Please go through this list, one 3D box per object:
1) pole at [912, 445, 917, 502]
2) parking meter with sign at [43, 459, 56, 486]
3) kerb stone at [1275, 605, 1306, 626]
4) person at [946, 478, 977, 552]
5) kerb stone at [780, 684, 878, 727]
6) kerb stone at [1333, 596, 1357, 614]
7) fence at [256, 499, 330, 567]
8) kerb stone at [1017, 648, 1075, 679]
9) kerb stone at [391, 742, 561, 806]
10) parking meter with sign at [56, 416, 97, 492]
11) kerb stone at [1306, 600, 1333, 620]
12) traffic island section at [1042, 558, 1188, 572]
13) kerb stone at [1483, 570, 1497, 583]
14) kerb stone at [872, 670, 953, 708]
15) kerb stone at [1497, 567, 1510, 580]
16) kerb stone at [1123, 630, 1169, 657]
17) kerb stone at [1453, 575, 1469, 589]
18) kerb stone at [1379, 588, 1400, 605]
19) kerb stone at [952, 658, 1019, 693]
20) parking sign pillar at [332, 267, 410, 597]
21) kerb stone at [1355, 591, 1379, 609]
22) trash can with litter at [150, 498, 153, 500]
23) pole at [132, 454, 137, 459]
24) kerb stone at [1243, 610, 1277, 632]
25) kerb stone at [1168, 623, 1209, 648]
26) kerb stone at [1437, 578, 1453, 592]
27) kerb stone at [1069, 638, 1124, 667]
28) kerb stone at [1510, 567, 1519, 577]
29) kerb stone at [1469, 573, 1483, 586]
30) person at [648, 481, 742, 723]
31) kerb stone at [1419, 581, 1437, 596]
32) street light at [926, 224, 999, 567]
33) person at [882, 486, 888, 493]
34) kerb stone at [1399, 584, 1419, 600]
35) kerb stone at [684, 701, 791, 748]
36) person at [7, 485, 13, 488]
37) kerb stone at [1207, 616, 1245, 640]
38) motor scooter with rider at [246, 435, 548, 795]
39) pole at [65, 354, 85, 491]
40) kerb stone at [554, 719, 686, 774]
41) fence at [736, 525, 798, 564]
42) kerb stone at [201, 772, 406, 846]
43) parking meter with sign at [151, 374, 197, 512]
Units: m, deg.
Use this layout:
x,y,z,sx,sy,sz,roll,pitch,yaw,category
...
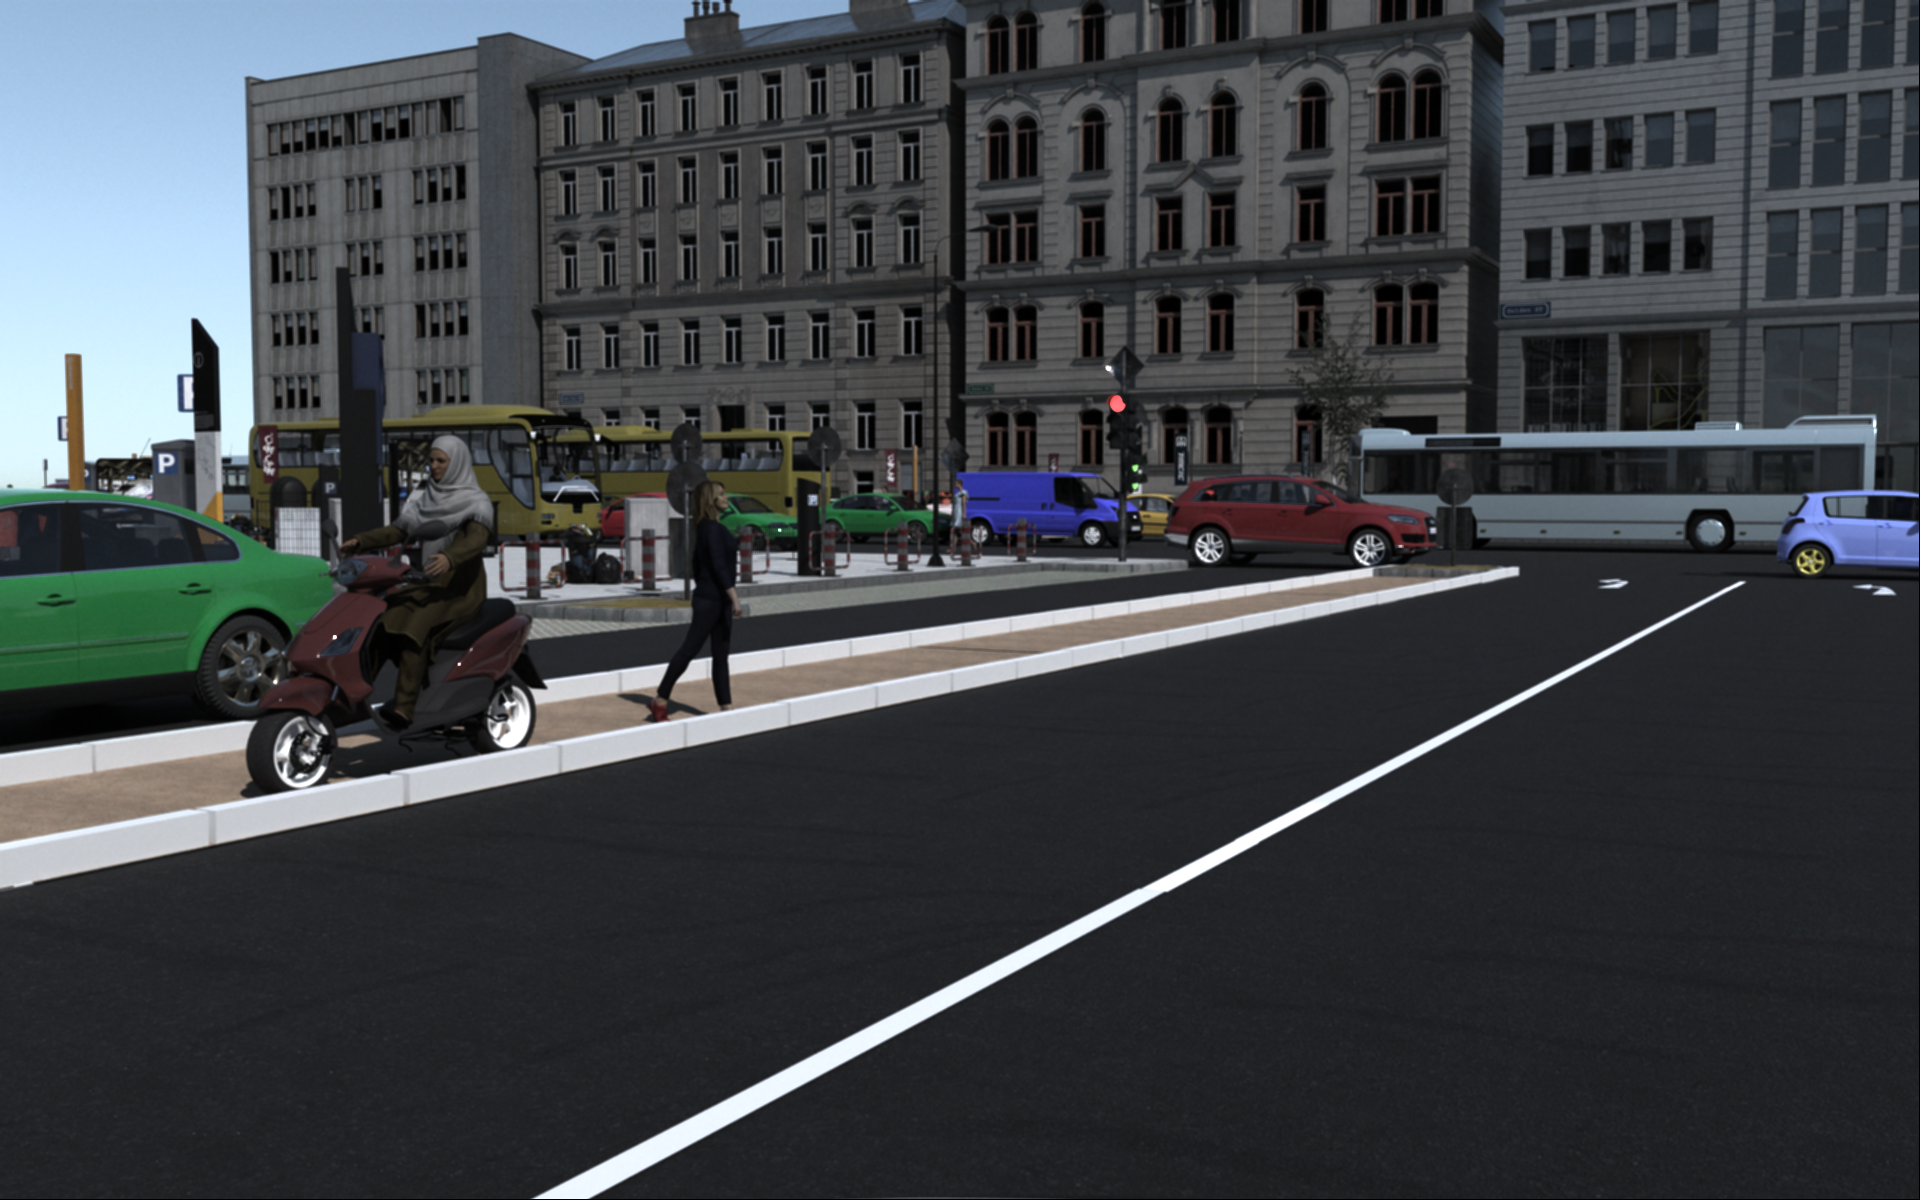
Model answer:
x,y,z,sx,sy,sz,roll,pitch,yaw,category
-1.889,-4.815,72.564,0.158,3.312,0.155,0,3,0,pole
-45.202,-5.573,87.379,1.738,3.016,0.543,-3,4,-38,parking meter with sign
3.604,0.183,19.243,0.120,0.150,1.000,2,4,29,kerb stone
0.020,-2.069,42.428,0.778,1.811,0.616,0,4,-6,person
-0.856,0.677,11.122,0.120,0.150,1.000,2,4,29,kerb stone
4.592,0.077,21.047,0.120,0.150,1.000,2,4,29,kerb stone
-10.643,-1.064,28.592,2.264,1.192,0.480,1,4,11,fence
0.632,0.517,13.826,0.120,0.150,1.000,2,4,29,kerb stone
-2.338,0.843,8.416,0.120,0.150,1.000,2,4,29,kerb stone
-19.852,-2.659,39.729,0.543,3.016,1.738,0,4,7,parking meter with sign
4.099,0.126,20.143,0.120,0.150,1.000,2,4,29,kerb stone
3.071,-0.652,32.942,2.009,0.180,2.903,2,4,29,traffic island section
8.564,-0.364,28.269,0.120,0.150,1.000,2,4,29,kerb stone
-0.361,0.622,12.032,0.120,0.150,1.000,2,4,29,kerb stone
9.049,-0.425,29.172,0.120,0.150,1.000,2,4,29,kerb stone
1.624,0.403,15.640,0.120,0.150,1.000,2,4,29,kerb stone
7.562,-0.253,26.471,0.120,0.150,1.000,2,4,29,kerb stone
5.587,-0.040,22.852,0.120,0.150,1.000,2,4,29,kerb stone
0.141,0.569,12.926,0.120,0.150,1.000,2,4,29,kerb stone
-7.367,-2.010,21.334,1.447,3.967,1.447,-1,4,-15,parking sign pillar
5.083,0.015,21.946,0.120,0.150,1.000,2,4,29,kerb stone
-39.855,-4.585,86.020,2.233,1.210,1.678,2,4,33,trash can with litter
-41.729,-5.736,87.623,0.158,3.312,0.155,0,3,0,pole
3.109,0.236,18.344,0.120,0.150,1.000,2,4,29,kerb stone
2.120,0.351,16.548,0.120,0.150,1.000,2,4,29,kerb stone
7.066,-0.206,25.565,0.120,0.150,1.000,2,4,29,kerb stone
1.120,0.456,14.737,0.120,0.150,1.000,2,4,29,kerb stone
9.546,-0.481,30.071,0.120,0.150,1.000,2,4,29,kerb stone
8.057,-0.312,27.378,0.120,0.150,1.000,2,4,29,kerb stone
-1.614,0.017,10.767,0.613,1.512,0.480,-2,4,-23,person
6.568,-0.147,24.665,0.120,0.150,1.000,2,4,29,kerb stone
0.046,-3.529,30.248,1.470,5.913,1.316,2,4,29,street light
-2.593,-3.034,58.939,0.563,1.720,0.643,-1,4,-22,person
6.076,-0.095,23.757,0.120,0.150,1.000,2,4,29,kerb stone
-1.348,0.736,10.218,0.120,0.150,1.000,2,4,29,kerb stone
-37.409,-3.632,68.083,0.583,1.804,0.606,-1,4,-11,person
2.616,0.296,17.445,0.120,0.150,1.000,2,4,29,kerb stone
-2.817,0.011,8.784,0.876,1.779,1.986,2,4,27,motor scooter with rider
-12.920,-1.926,25.333,0.158,3.312,0.155,0,3,0,pole
-1.847,0.787,9.322,0.120,0.150,1.000,2,4,29,kerb stone
-3.677,-1.064,32.770,0.278,0.683,2.069,2,4,26,fence
-2.838,0.904,7.510,0.120,0.150,1.000,2,4,29,kerb stone
-11.089,-1.725,24.469,0.543,3.016,1.738,0,4,-1,parking meter with sign
